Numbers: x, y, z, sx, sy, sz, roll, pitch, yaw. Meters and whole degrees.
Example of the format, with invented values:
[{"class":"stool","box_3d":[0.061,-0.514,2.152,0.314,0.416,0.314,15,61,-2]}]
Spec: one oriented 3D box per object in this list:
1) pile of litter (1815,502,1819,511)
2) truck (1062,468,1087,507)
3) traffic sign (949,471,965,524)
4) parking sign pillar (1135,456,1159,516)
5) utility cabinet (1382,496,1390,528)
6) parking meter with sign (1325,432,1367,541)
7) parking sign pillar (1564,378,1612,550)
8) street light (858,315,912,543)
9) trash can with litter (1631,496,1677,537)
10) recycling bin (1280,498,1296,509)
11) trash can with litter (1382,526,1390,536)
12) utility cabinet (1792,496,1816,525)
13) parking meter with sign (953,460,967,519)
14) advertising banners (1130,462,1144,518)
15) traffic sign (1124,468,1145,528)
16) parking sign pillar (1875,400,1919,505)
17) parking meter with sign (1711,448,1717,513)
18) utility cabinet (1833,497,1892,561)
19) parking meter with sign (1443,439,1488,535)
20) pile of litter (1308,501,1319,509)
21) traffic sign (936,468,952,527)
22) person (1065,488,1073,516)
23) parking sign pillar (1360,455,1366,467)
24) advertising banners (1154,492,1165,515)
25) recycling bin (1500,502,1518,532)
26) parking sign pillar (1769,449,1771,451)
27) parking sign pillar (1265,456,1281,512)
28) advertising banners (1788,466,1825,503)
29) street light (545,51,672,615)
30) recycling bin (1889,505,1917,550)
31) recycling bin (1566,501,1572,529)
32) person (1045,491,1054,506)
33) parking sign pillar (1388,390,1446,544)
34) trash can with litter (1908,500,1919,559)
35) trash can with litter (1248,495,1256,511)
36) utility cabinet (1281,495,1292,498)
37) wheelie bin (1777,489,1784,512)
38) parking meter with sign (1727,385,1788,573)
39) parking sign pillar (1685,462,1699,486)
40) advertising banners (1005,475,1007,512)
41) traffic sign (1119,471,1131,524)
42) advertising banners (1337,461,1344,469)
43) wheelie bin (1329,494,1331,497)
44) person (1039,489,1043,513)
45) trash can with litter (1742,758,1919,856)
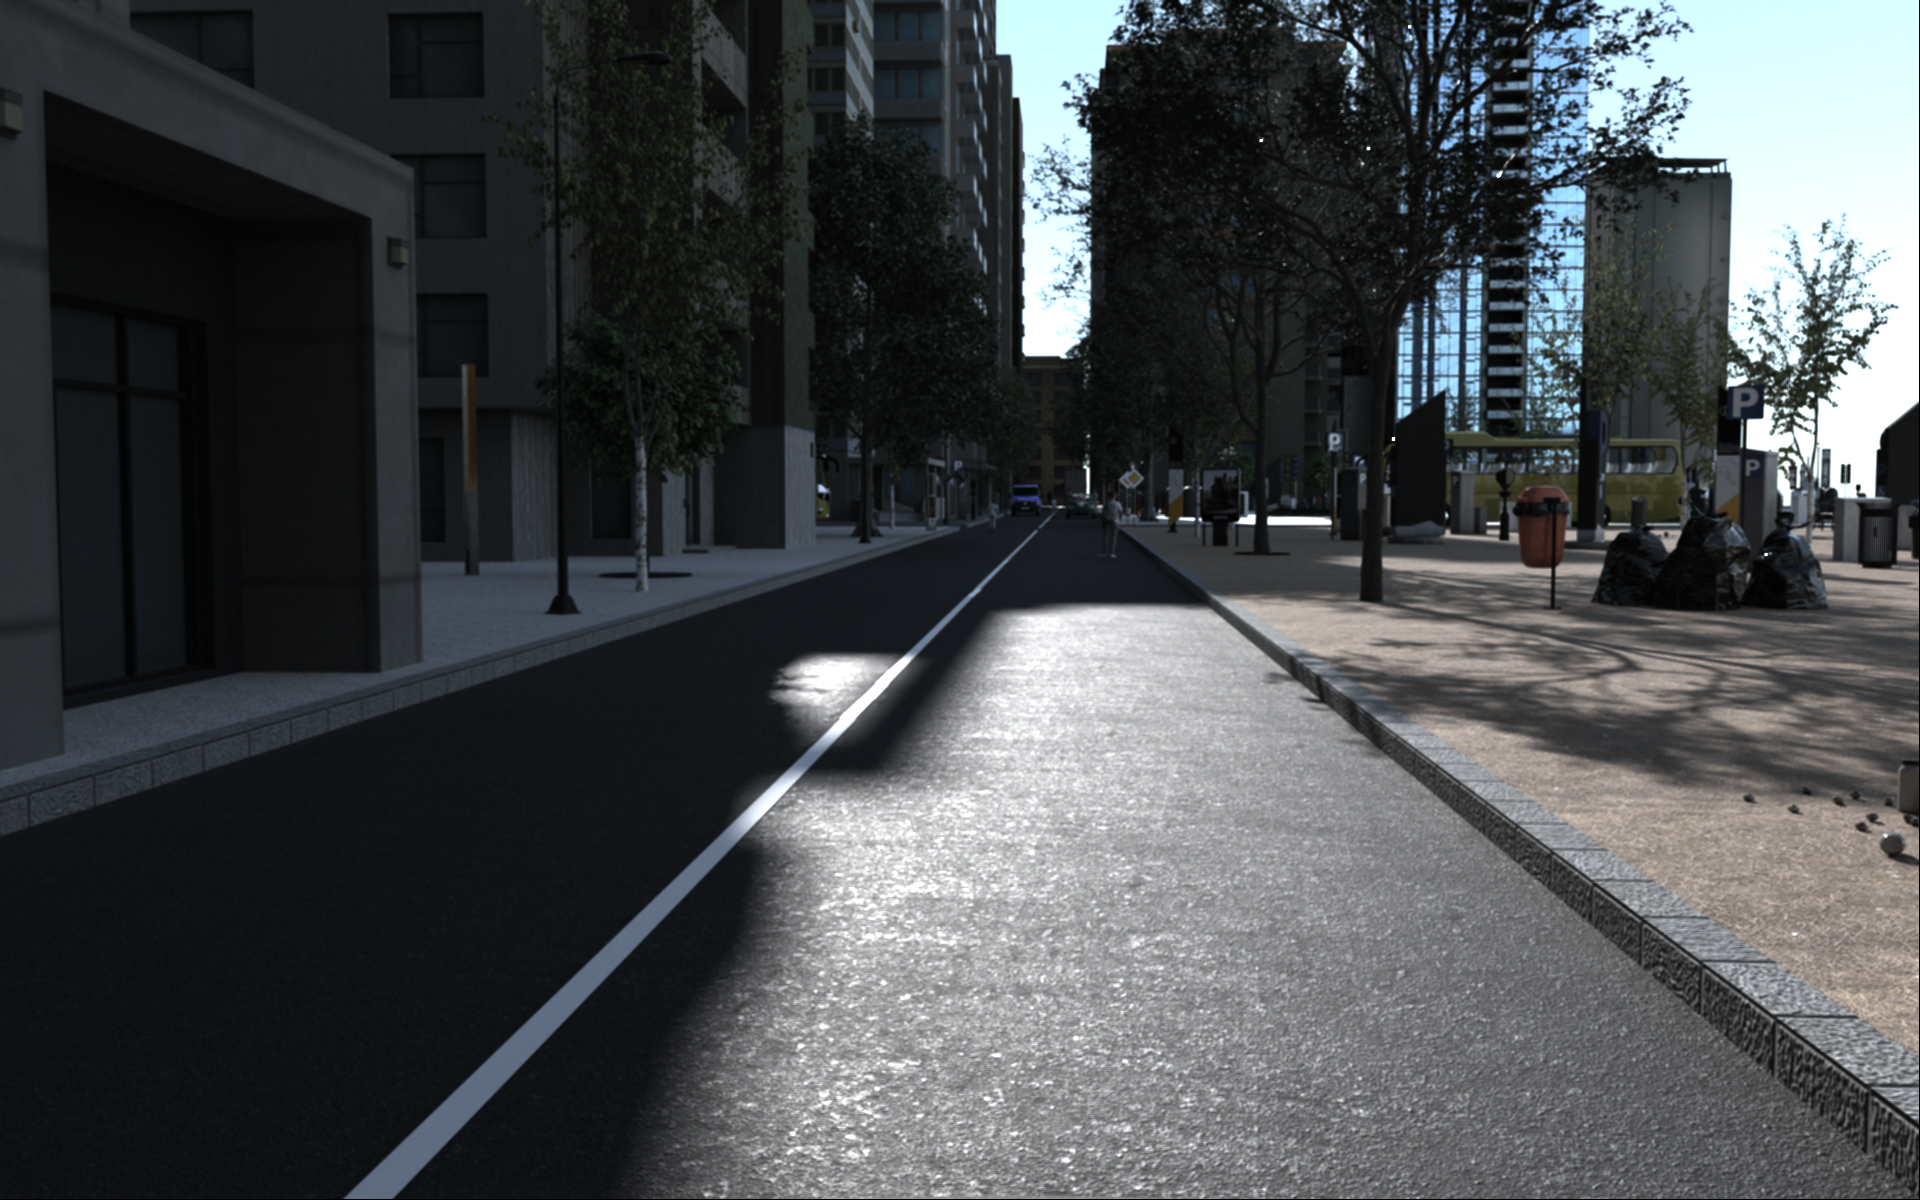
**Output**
[{"class":"pile of litter","box_3d":[51.119,-5.515,104.127,1.176,0.858,1.719,3,5,42]},{"class":"truck","box_3d":[12.871,-12.539,193.926,2.839,4.237,11.283,0,4,3]},{"class":"traffic sign","box_3d":[-0.179,-4.356,74.862,0.795,2.450,0.064,0,4,4]},{"class":"parking sign pillar","box_3d":[11.069,-6.986,102.699,1.447,3.967,1.447,3,4,38]},{"class":"utility cabinet","box_3d":[15.263,-3.053,61.074,1.020,1.237,0.306,-3,4,-39]},{"class":"parking meter with sign","box_3d":[10.963,-3.176,48.185,0.543,3.016,1.738,-2,4,-31]},{"class":"parking sign pillar","box_3d":[14.847,-3.192,40.655,1.447,3.967,1.447,2,4,29]},{"class":"street light","box_3d":[-1.940,-4.435,45.056,1.470,5.913,1.316,0,4,4]},{"class":"trash can with litter","box_3d":[20.659,-2.487,51.717,2.233,1.210,1.678,-1,4,-22]},{"class":"recycling bin","box_3d":[20.608,-5.888,108.821,0.722,1.027,0.722,-3,5,-44]},{"class":"trash can with litter","box_3d":[13.169,-2.513,52.478,0.624,1.170,1.055,-3,5,-45]},{"class":"utility cabinet","box_3d":[35.489,-3.774,72.870,1.020,1.237,0.306,-1,4,-23]},{"class":"parking meter with sign","box_3d":[0.041,-5.662,88.827,0.543,3.016,1.738,-1,4,-10]},{"class":"advertising banners","box_3d":[9.526,-5.851,91.844,0.090,3.025,2.074,3,4,36]},{"class":"traffic sign","box_3d":[6.676,-3.838,66.392,0.795,2.450,0.064,0,4,4]},{"class":"parking sign pillar","box_3d":[26.216,-3.659,48.303,1.447,3.967,1.447,-1,4,-18]},{"class":"parking meter with sign","box_3d":[28.367,-4.186,64.706,0.543,3.016,1.738,1,4,21]},{"class":"utility cabinet","box_3d":[17.405,-1.361,33.414,1.020,1.237,0.306,-1,4,-9]},{"class":"parking meter with sign","box_3d":[16.035,-3.600,55.122,1.738,3.016,0.543,-2,4,-30]},{"class":"pile of litter","box_3d":[21.928,-5.700,107.162,1.176,0.858,1.719,-3,4,-37]},{"class":"traffic sign","box_3d":[-0.702,-3.869,66.894,0.795,2.450,0.064,0,4,4]},{"class":"person","box_3d":[7.184,-6.435,113.895,0.473,1.802,0.592,-1,4,-11]},{"class":"parking sign pillar","box_3d":[27.534,-7.976,118.874,1.447,3.967,1.447,0,4,2]},{"class":"advertising banners","box_3d":[12.559,-6.769,106.868,0.090,3.025,2.074,-2,4,-30]},{"class":"recycling bin","box_3d":[18.718,-2.816,58.595,0.722,1.027,0.722,0,4,2]},{"class":"parking sign pillar","box_3d":[47.612,-7.011,103.107,1.447,3.967,1.447,-2,4,-24]},{"class":"parking sign pillar","box_3d":[22.207,-8.255,123.443,1.447,3.967,1.447,-1,4,-14]},{"class":"advertising banners","box_3d":[51.932,-6.737,106.341,2.074,3.025,0.090,2,4,34]},{"class":"street light","box_3d":[-3.723,-2.804,18.381,1.470,5.913,1.316,0,4,4]},{"class":"recycling bin","box_3d":[21.718,-1.669,39.835,0.722,1.027,0.722,3,5,41]},{"class":"recycling bin","box_3d":[21.746,-3.086,63.008,0.722,1.027,0.722,-1,4,-10]},{"class":"person","box_3d":[11.083,-12.570,214.152,1.348,1.807,0.705,-1,4,-9]},{"class":"parking sign pillar","box_3d":[11.857,-3.450,44.877,1.447,3.967,1.447,0,4,-8]},{"class":"trash can with litter","box_3d":[19.212,-1.384,34.012,0.624,1.170,1.055,-2,4,-27]},{"class":"trash can with litter","box_3d":[22.029,-7.329,130.880,1.678,1.210,2.233,0,4,-7]},{"class":"utility cabinet","box_3d":[24.505,-7.310,130.680,1.020,1.237,0.306,0,4,6]},{"class":"wheelie bin","box_3d":[47.396,-5.666,100.550,0.693,1.594,0.980,3,5,41]},{"class":"parking meter with sign","box_3d":[13.151,-1.969,28.454,0.543,3.016,1.738,3,5,42]},{"class":"parking sign pillar","box_3d":[60.070,-9.417,142.438,1.447,3.967,1.447,-2,4,-26]},{"class":"advertising banners","box_3d":[3.330,-7.965,126.409,0.090,3.025,2.074,0,3,0]},{"class":"traffic sign","box_3d":[7.198,-4.325,74.360,0.795,2.450,0.064,0,4,4]},{"class":"advertising banners","box_3d":[20.377,-5.713,89.588,2.074,3.025,0.090,1,4,8]},{"class":"wheelie bin","box_3d":[22.344,-5.788,102.534,0.980,1.594,0.693,2,4,28]},{"class":"person","box_3d":[6.069,-7.523,131.597,0.616,1.811,0.778,-1,4,-15]},{"class":"trash can with litter","box_3d":[3.758,0.300,6.156,1.678,1.210,2.233,1,4,22]}]
